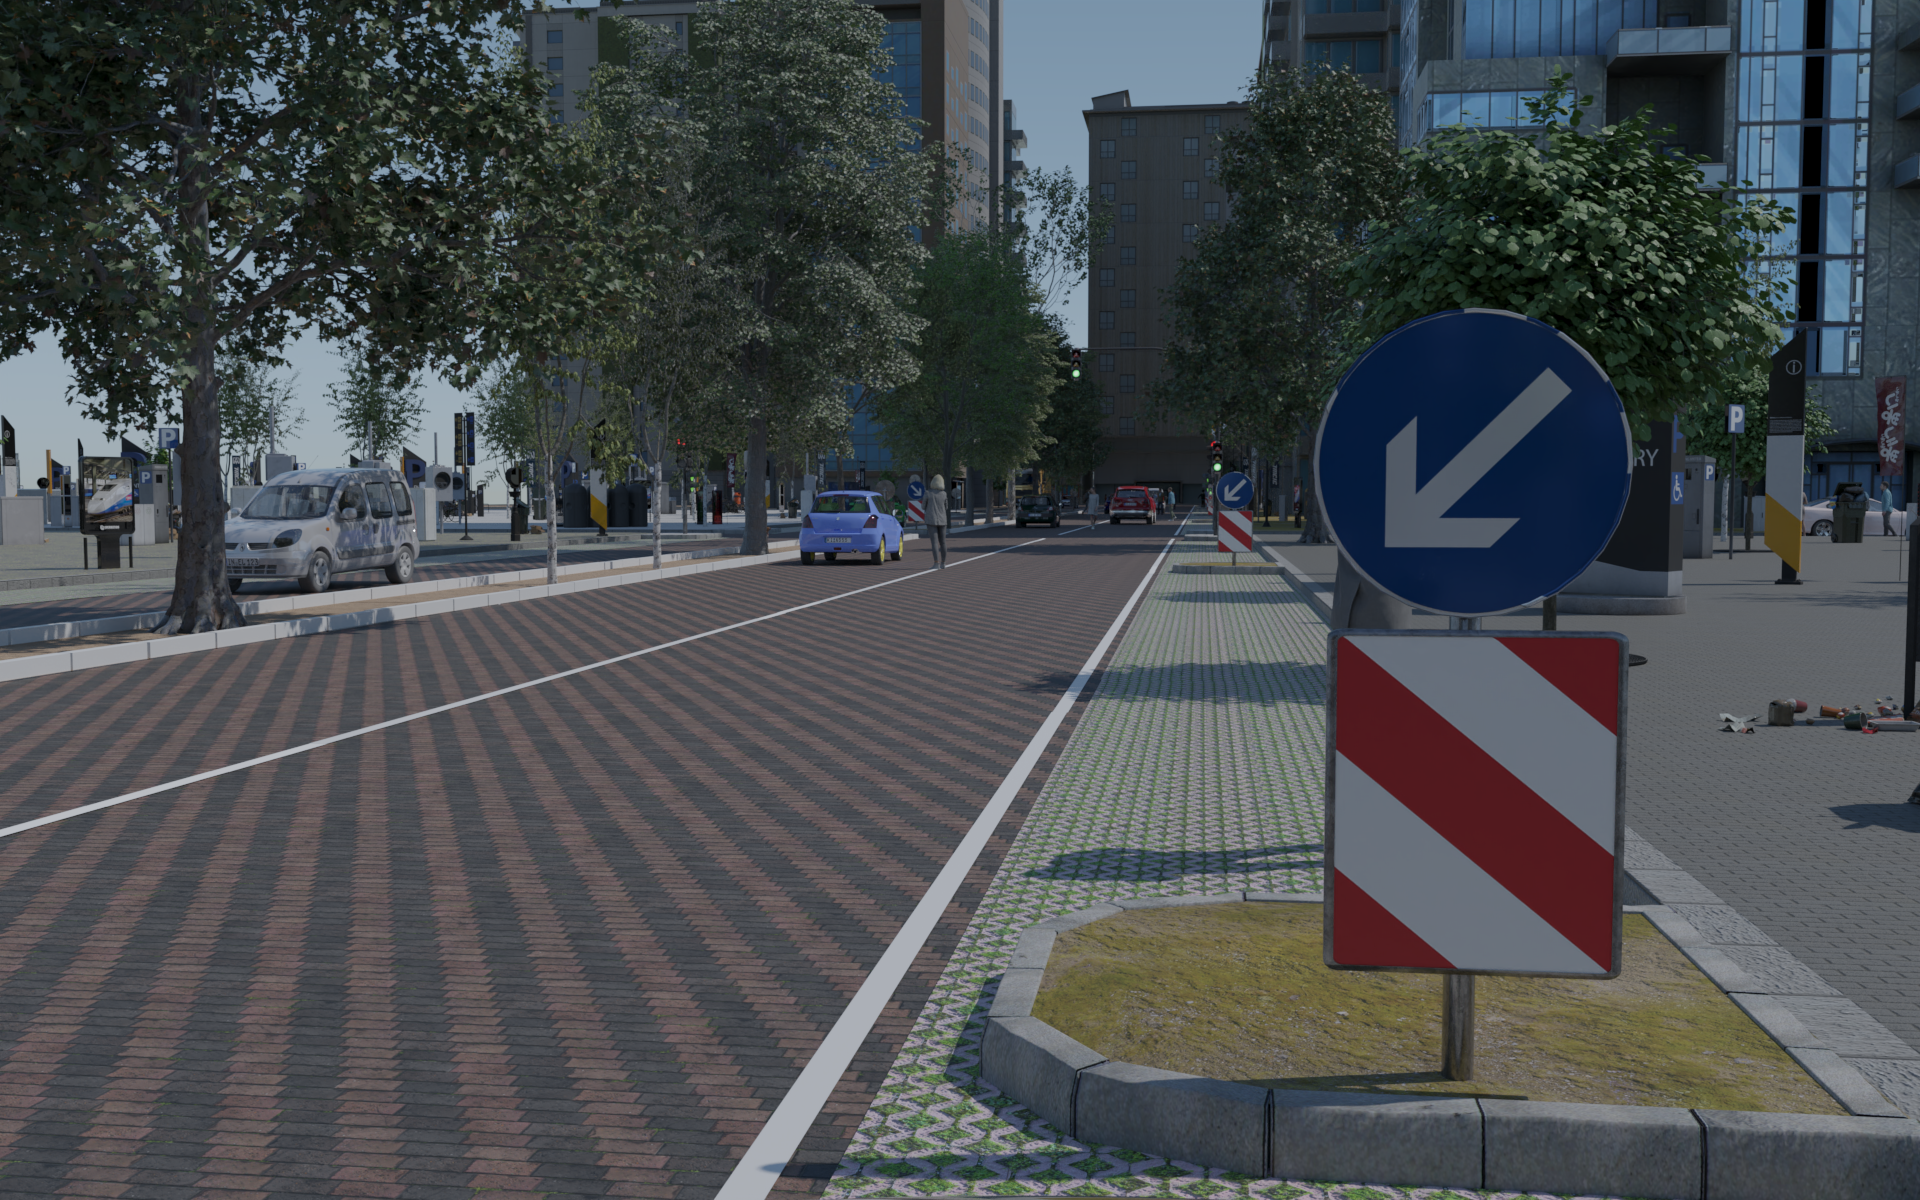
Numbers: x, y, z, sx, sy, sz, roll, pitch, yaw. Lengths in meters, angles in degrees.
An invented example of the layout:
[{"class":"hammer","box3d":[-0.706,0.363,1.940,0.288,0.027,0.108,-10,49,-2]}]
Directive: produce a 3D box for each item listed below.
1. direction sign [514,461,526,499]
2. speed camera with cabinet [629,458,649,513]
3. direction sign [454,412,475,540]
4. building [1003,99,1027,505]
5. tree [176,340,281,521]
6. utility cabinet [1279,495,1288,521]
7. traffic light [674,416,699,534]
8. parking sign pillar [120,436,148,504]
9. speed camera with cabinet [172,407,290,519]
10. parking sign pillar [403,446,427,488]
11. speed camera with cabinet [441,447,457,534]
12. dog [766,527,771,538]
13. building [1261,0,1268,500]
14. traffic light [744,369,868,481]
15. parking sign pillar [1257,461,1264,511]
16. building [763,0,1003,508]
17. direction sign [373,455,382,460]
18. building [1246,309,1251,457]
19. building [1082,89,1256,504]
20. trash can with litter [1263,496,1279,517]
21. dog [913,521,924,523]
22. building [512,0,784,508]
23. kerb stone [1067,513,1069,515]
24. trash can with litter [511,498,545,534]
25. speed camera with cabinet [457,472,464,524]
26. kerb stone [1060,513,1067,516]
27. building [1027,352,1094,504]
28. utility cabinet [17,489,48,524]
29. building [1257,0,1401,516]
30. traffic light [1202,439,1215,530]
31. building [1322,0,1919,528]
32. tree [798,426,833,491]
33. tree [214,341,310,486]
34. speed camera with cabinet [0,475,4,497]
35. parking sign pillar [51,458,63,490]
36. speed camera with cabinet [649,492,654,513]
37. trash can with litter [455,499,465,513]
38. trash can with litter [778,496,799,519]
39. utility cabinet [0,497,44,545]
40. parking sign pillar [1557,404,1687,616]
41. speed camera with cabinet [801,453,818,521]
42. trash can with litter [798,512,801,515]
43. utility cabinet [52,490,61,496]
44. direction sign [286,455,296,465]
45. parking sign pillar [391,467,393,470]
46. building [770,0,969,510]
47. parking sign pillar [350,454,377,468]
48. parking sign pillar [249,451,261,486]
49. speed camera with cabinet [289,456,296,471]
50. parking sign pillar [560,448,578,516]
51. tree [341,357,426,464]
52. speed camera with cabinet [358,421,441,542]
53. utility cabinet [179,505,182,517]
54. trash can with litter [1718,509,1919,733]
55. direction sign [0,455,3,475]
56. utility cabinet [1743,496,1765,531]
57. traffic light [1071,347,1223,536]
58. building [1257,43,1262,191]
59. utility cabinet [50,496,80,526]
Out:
[{"class":"direction sign","box3d":[-29.954,-7.708,118.021,0.876,3.537,0.379,0,4,5]},{"class":"speed camera with cabinet","box3d":[-18.275,-6.155,94.973,2.038,3.252,0.660,-1,4,-9]},{"class":"direction sign","box3d":[-13.742,-3.432,48.112,0.876,3.537,0.379,3,4,38]},{"class":"building","box3d":[-7.835,-35.610,201.832,30.456,49.044,23.786,0,4,8]},{"class":"tree","box3d":[-30.072,-7.373,70.913,4.737,8.622,4.395,0,3,0]},{"class":"utility cabinet","box3d":[15.431,-4.366,82.544,0.306,1.237,1.020,1,4,19]},{"class":"traffic light","box3d":[-8.846,-4.086,55.729,0.839,4.253,0.868,0,4,8]},{"class":"parking sign pillar","box3d":[-38.145,-5.609,80.183,1.447,3.967,1.447,0,4,-4]},{"class":"speed camera with cabinet","box3d":[-14.783,-2.491,35.066,2.038,3.252,0.660,-1,4,-14]},{"class":"parking sign pillar","box3d":[-30.577,-6.658,97.335,1.447,3.967,1.447,-3,4,-36]},{"class":"speed camera with cabinet","box3d":[-17.157,-3.704,54.903,2.038,3.252,0.660,-3,5,-42]},{"class":"dog","box3d":[-5.584,-1.797,48.664,0.540,0.507,0.406,-1,4,-9]},{"class":"building","box3d":[31.722,-28.067,142.484,14.154,41.232,14.086,0,4,8]},{"class":"traffic light","box3d":[-5.655,-5.426,63.383,4.771,5.953,1.251,0,4,8]},{"class":"parking sign pillar","box3d":[23.201,-8.910,134.157,1.447,3.967,1.447,1,4,18]},{"class":"building","box3d":[-7.855,-38.250,167.389,21.231,58.520,28.212,0,4,8]},{"class":"direction sign","box3d":[-33.446,-6.573,99.472,0.379,3.537,0.876,2,4,32]},{"class":"building","box3d":[40.202,-26.223,200.440,14.160,30.474,14.107,0,4,8]},{"class":"building","box3d":[31.057,-39.386,233.198,27.495,52.752,28.713,0,4,8]},{"class":"trash can with litter","box3d":[17.763,-5.337,98.648,1.055,1.170,0.624,1,4,13]},{"class":"dog","box3d":[-2.072,-4.072,86.771,0.550,0.427,0.748,0,4,1]},{"class":"building","box3d":[-37.418,-40.667,206.897,28.212,58.520,21.231,0,4,8]},{"class":"kerb stone","box3d":[6.977,-5.707,115.505,0.120,0.150,1.000,0,4,8]},{"class":"trash can with litter","box3d":[-13.771,-2.682,55.236,1.055,1.170,0.624,0,4,6]},{"class":"speed camera with cabinet","box3d":[-21.864,-4.793,72.695,2.038,3.252,0.660,-1,4,-21]},{"class":"kerb stone","box3d":[6.837,-5.645,114.493,0.120,0.150,1.000,0,4,8]},{"class":"building","box3d":[3.128,-24.035,238.018,28.899,21.520,27.650,0,4,8]},{"class":"utility cabinet","box3d":[-38.764,-3.890,72.273,1.173,1.500,0.318,-1,4,-22]},{"class":"building","box3d":[31.245,-30.182,113.080,23.786,49.044,30.456,0,4,8]},{"class":"traffic light","box3d":[9.012,-4.428,61.317,0.839,4.253,0.868,0,4,8]},{"class":"building","box3d":[30.433,-46.294,69.581,31.000,86.520,22.319,0,4,8]},{"class":"tree","box3d":[-12.061,-11.414,136.983,4.737,8.622,4.395,0,3,0]},{"class":"tree","box3d":[-31.910,-7.829,78.360,4.360,8.622,3.978,0,3,0]},{"class":"speed camera with cabinet","box3d":[-45.021,-5.409,82.777,0.660,3.252,2.038,1,4,21]},{"class":"parking sign pillar","box3d":[-65.939,-8.459,126.769,1.447,3.967,1.447,0,4,-7]},{"class":"speed camera with cabinet","box3d":[-20.929,-7.491,116.818,0.660,3.252,2.038,2,4,27]},{"class":"trash can with litter","box3d":[-30.690,-5.862,107.227,0.624,1.170,1.055,2,4,34]},{"class":"trash can with litter","box3d":[-8.990,-4.847,90.635,1.055,1.170,0.624,-1,4,-16]},{"class":"utility cabinet","box3d":[-23.841,-2.005,43.947,0.306,1.237,1.020,3,5,40]},{"class":"parking sign pillar","box3d":[7.180,-1.859,18.868,1.447,3.967,1.447,3,5,43]},{"class":"speed camera with cabinet","box3d":[-7.184,-5.401,82.639,0.660,3.252,2.038,0,4,2]},{"class":"trash can with litter","box3d":[-8.856,-5.670,103.763,2.233,1.210,1.678,1,4,15]},{"class":"utility cabinet","box3d":[-45.009,-4.741,86.199,1.173,1.500,0.318,2,4,29]},{"class":"direction sign","box3d":[-38.876,-6.636,100.497,0.379,3.537,0.876,2,4,35]},{"class":"parking sign pillar","box3d":[-39.122,-7.903,117.694,1.447,3.967,1.447,-3,5,-41]},{"class":"building","box3d":[-7.073,-30.349,146.310,14.600,45.320,14.200,0,4,8]},{"class":"parking sign pillar","box3d":[-39.830,-7.739,115.011,1.447,3.967,1.447,0,4,-7]},{"class":"parking sign pillar","box3d":[-41.985,-7.019,103.233,1.447,3.967,1.447,-1,4,-12]},{"class":"speed camera with cabinet","box3d":[-15.307,-2.726,38.904,0.660,3.252,2.038,-1,4,-16]},{"class":"parking sign pillar","box3d":[-22.826,-6.903,101.336,1.447,3.967,1.447,-3,5,-41]},{"class":"tree","box3d":[-29.928,-8.499,89.314,4.360,8.622,3.978,0,3,0]},{"class":"speed camera with cabinet","box3d":[-15.341,-3.234,47.209,2.038,3.252,0.660,1,4,15]},{"class":"utility cabinet","box3d":[-43.427,-5.282,97.524,1.020,1.237,0.306,-3,5,-41]},{"class":"trash can with litter","box3d":[5.174,0.078,9.776,2.233,1.210,1.678,-1,4,-12]},{"class":"direction sign","box3d":[-55.586,-6.646,100.660,0.876,3.537,0.379,-1,4,-17]},{"class":"utility cabinet","box3d":[27.459,-2.973,59.771,1.020,1.237,0.306,-3,4,-36]},{"class":"traffic light","box3d":[5.821,-4.825,53.558,4.771,5.953,1.251,0,4,8]},{"class":"building","box3d":[39.092,-31.133,163.647,22.147,44.769,28.867,0,4,8]},{"class":"utility cabinet","box3d":[-35.556,-3.527,68.831,1.020,1.237,0.306,-1,4,-18]}]
